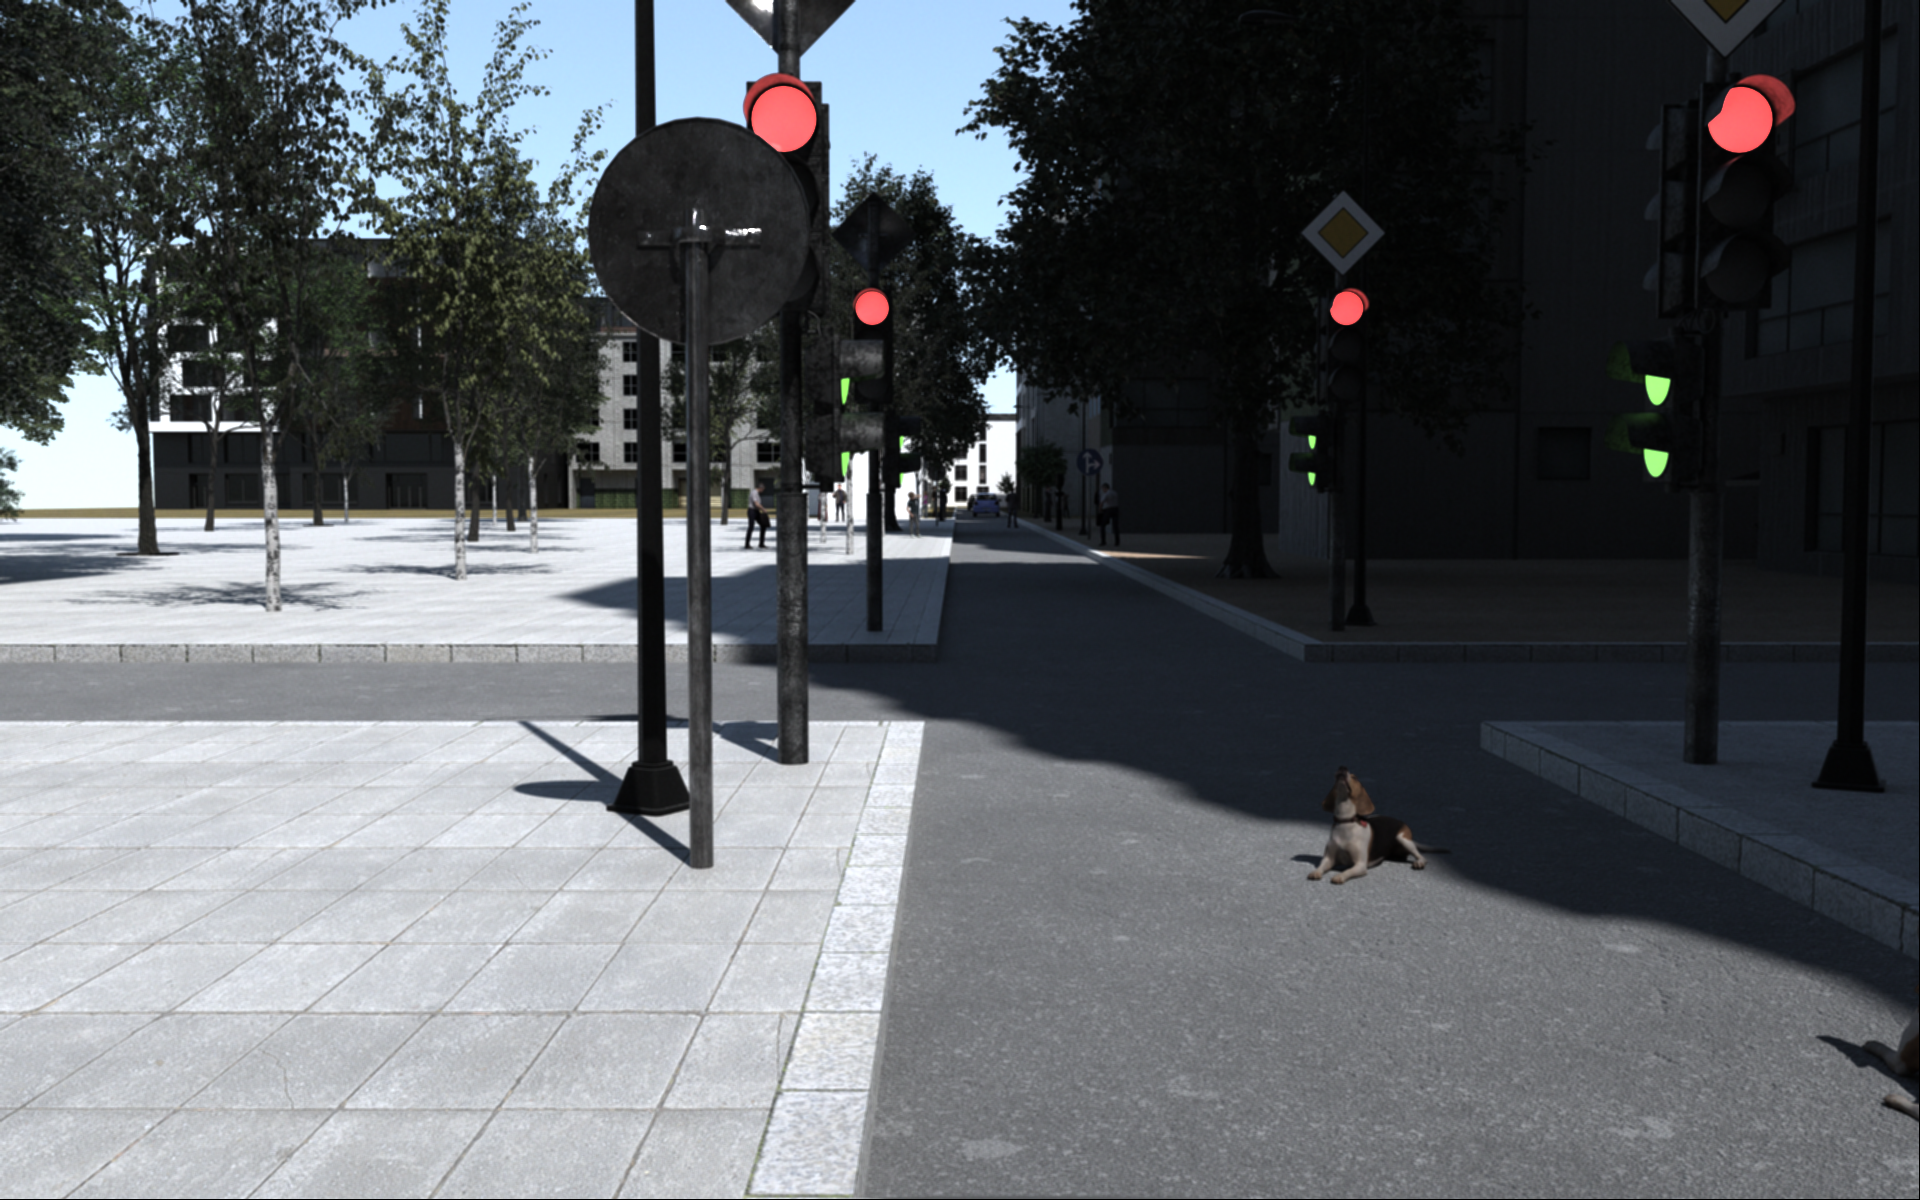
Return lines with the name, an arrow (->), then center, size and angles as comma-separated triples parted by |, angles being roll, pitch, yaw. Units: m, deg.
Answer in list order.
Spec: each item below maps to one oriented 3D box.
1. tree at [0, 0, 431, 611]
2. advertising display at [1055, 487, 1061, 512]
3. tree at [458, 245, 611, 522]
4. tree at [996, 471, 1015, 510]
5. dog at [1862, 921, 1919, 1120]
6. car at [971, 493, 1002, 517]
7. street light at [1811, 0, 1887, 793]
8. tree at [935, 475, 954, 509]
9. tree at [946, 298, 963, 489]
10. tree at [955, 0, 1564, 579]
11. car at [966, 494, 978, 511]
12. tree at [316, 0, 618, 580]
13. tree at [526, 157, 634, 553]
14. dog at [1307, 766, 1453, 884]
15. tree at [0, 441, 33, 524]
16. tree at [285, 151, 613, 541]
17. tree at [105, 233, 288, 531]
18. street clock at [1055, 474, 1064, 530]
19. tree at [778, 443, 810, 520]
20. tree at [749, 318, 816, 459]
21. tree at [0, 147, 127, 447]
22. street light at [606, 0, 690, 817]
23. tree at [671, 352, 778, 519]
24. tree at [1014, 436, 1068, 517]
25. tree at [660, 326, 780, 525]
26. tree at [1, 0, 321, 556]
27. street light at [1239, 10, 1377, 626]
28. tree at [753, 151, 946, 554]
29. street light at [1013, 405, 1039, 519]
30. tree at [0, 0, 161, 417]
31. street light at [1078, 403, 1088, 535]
tree -> -7.582, -4.168, 18.515 | 4.360, 8.622, 3.978 | 0, 3, 0
advertising display -> 3.711, -3.678, 65.356 | 0.123, 1.923, 0.974 | 0, 4, -2
tree -> -19.808, -9.825, 78.758 | 7.486, 12.596, 7.792 | 0, 3, 0
tree -> 3.772, -9.136, 143.968 | 1.663, 3.219, 1.824 | 0, 3, 0
dog -> 2.304, 0.986, 4.068 | 0.748, 0.427, 0.550 | -3, 5, -42
car -> 1.677, -6.121, 109.676 | 1.945, 1.707, 3.694 | 0, 4, 1
street light -> 3.366, -2.134, 7.438 | 1.470, 5.913, 1.316 | 0, 3, 0
tree -> -1.313, -9.482, 149.638 | 1.663, 3.219, 1.824 | 0, 3, 0
tree -> -2.097, -6.201, 51.741 | 4.360, 8.622, 3.978 | 0, 3, 0
tree -> 4.305, -6.679, 26.208 | 9.611, 12.733, 9.660 | 0, 3, 0
car -> 1.525, -8.695, 151.945 | 2.009, 1.686, 4.222 | 0, 4, -1
tree -> -7.241, -4.610, 25.732 | 4.737, 8.622, 4.395 | 0, 3, 0
tree -> -9.158, -5.313, 37.232 | 4.360, 8.622, 3.978 | 0, 3, 0
dog -> 1.638, 0.828, 6.648 | 0.748, 0.427, 0.550 | 0, 4, -8
tree -> -49.592, -10.527, 73.935 | 18.604, 14.587, 13.155 | 2, 4, 26
tree -> -12.829, -6.858, 46.543 | 7.601, 10.594, 8.767 | 0, 4, -5
tree -> -25.624, -7.653, 59.531 | 7.601, 10.594, 8.767 | 0, 4, 3
street clock -> 3.501, -3.458, 61.105 | 0.358, 2.002, 0.471 | -1, 4, -12
tree -> -7.597, -8.207, 84.544 | 4.737, 8.622, 4.395 | 0, 3, 0
tree -> -2.482, -8.746, 60.010 | 9.611, 12.733, 9.660 | 0, 3, 0
tree -> -26.142, -7.836, 46.241 | 7.486, 12.596, 7.792 | 0, 3, 0
street light -> -0.711, -2.100, 6.881 | 1.470, 5.913, 1.316 | 0, 3, 0
tree -> -11.126, -7.886, 79.303 | 4.737, 8.622, 4.395 | 0, 3, 0
tree -> 4.654, -7.002, 98.190 | 4.285, 4.588, 4.351 | 0, 3, 0
tree -> -9.472, -8.400, 71.755 | 7.601, 10.594, 8.767 | 0, 4, -5
tree -> -17.165, -6.736, 35.883 | 9.928, 11.665, 9.643 | 0, 3, 0
street light -> 3.378, -2.708, 16.821 | 1.470, 5.913, 1.316 | 0, 3, 0
tree -> -2.582, -5.273, 36.574 | 4.360, 8.622, 3.978 | 0, 3, 0
street light -> 3.455, -7.235, 90.827 | 1.470, 5.913, 1.316 | 0, 3, 0
tree -> -16.493, -7.200, 24.369 | 9.857, 13.997, 8.962 | 0, 3, 0
street light -> 3.324, -4.986, 54.060 | 1.470, 5.913, 1.316 | 0, 3, 0
